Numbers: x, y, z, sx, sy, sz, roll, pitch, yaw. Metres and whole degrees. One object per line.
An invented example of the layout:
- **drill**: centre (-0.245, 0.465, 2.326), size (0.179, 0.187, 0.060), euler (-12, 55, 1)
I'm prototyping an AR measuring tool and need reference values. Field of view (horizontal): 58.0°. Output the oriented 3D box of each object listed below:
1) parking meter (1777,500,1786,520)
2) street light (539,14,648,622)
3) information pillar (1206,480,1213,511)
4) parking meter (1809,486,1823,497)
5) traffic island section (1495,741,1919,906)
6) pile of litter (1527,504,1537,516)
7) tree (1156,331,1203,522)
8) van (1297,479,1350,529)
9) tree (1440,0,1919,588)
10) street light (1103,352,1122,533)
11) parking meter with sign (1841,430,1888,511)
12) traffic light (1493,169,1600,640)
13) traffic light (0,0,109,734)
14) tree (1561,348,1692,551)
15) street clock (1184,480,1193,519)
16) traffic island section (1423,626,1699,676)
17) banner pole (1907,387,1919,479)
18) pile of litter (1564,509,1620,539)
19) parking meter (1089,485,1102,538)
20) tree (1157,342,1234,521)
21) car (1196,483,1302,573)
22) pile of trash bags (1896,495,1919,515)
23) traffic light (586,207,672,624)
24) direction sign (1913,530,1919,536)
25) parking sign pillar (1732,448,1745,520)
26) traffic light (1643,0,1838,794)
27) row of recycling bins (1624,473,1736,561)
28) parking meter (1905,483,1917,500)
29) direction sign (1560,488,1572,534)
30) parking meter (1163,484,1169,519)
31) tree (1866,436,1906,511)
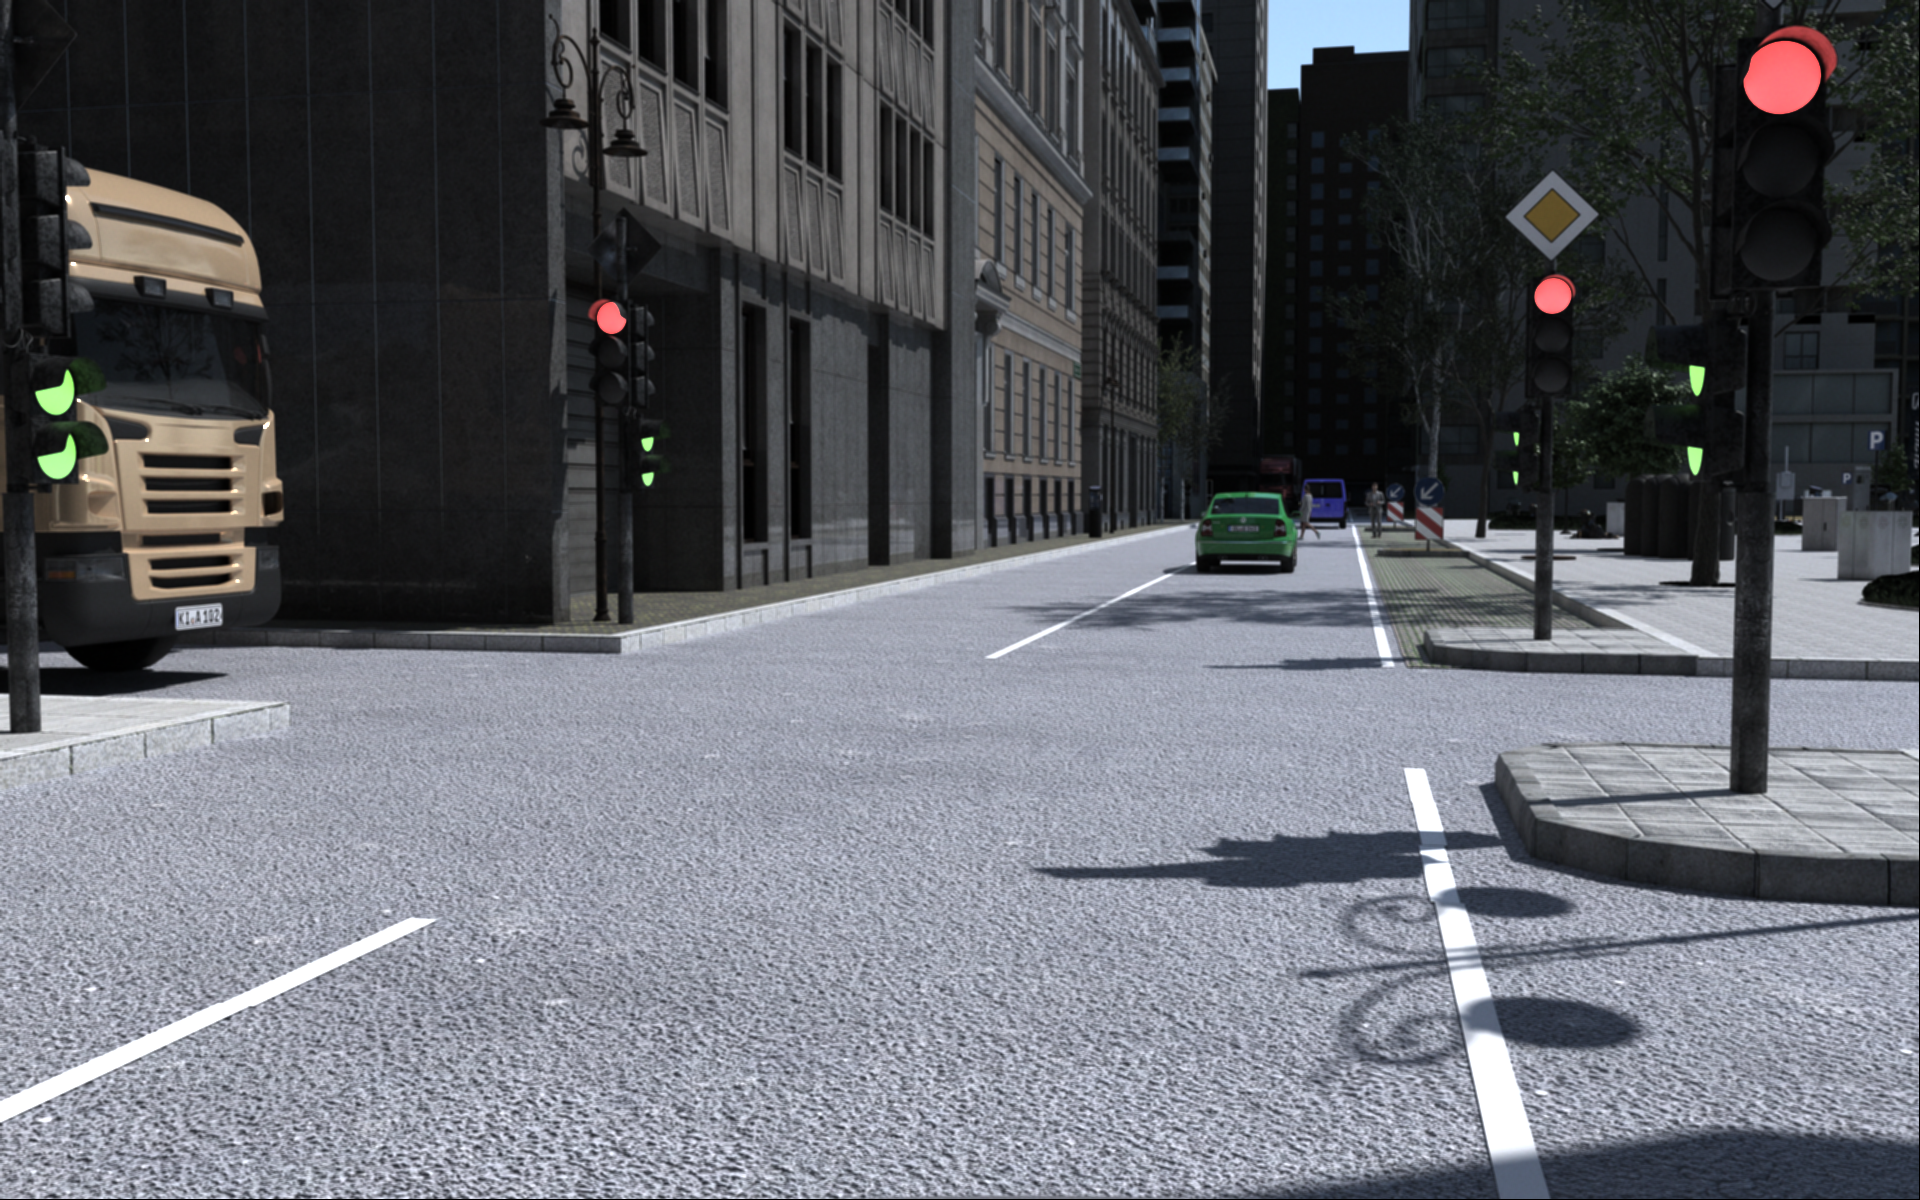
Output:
- **parking meter**: centre (39.912, -4.633, 84.157), size (0.372, 1.533, 0.369), euler (0, 3, 0)
- **street light**: centre (-3.620, -2.725, 17.336), size (0.468, 5.910, 1.993), euler (1, 4, 12)
- **information pillar**: centre (12.810, -5.168, 88.991), size (0.304, 2.012, 0.304), euler (0, 4, 6)
- **parking meter**: centre (26.021, -2.708, 52.681), size (0.372, 1.533, 0.369), euler (0, 3, 0)
- **traffic island section**: centre (3.424, 0.906, 7.474), size (2.009, 0.180, 2.903), euler (1, 4, 12)
- **pile of litter**: centre (25.568, -3.861, 77.086), size (1.176, 0.858, 1.719), euler (-3, 5, -43)
- **tree**: centre (8.969, -7.821, 78.240), size (4.737, 8.622, 4.395), euler (0, 3, 0)
- **van**: centre (15.405, -4.221, 73.395), size (2.240, 2.365, 5.245), euler (1, 4, 12)
- **tree**: centre (10.400, -5.989, 23.670), size (9.928, 11.665, 9.643), euler (0, 3, 0)
- **street light**: centre (4.969, -5.121, 56.512), size (0.468, 5.910, 1.993), euler (1, 4, 12)
- **parking meter with sign**: centre (24.312, -3.108, 47.076), size (1.738, 3.016, 0.543), euler (-1, 4, -23)
- **traffic light**: centre (5.121, -1.605, 15.164), size (0.839, 4.253, 0.868), euler (1, 4, 12)
- **traffic light**: centre (-5.023, -1.241, 9.216), size (0.839, 4.253, 0.868), euler (1, 4, 12)
- **tree**: centre (15.289, -3.389, 39.119), size (4.285, 4.588, 4.351), euler (0, 3, 0)
- **street clock**: centre (11.510, -5.077, 87.587), size (0.471, 2.002, 0.358), euler (-2, 4, -34)
- **traffic island section**: centre (5.158, 0.429, 15.270), size (2.009, 0.180, 2.903), euler (1, 4, 12)
- **banner pole**: centre (19.849, -2.785, 35.557), size (0.863, 3.779, 0.401), euler (0, 4, -1)
- **pile of litter**: centre (18.259, -2.204, 50.005), size (1.176, 0.858, 1.719), euler (-1, 4, -15)
- **parking meter**: centre (3.984, -2.601, 50.942), size (0.372, 1.533, 0.369), euler (0, 3, 0)
- **tree**: centre (11.008, -8.151, 83.636), size (4.360, 8.622, 3.978), euler (0, 3, 0)
- **car**: centre (5.520, -1.484, 33.057), size (1.959, 1.807, 4.718), euler (1, 4, 12)
- **pile of trash bags**: centre (41.937, -4.115, 77.033), size (3.447, 1.369, 1.912), euler (2, 4, 26)
- **traffic light**: centre (-3.289, -1.718, 17.011), size (0.839, 4.253, 0.868), euler (1, 4, 12)
- **direction sign**: centre (29.251, -3.709, 52.632), size (0.379, 3.537, 0.876), euler (0, 4, -7)
- **parking sign pillar**: centre (27.363, -4.462, 61.426), size (1.447, 3.967, 1.447), euler (-1, 4, -23)
- **traffic light**: centre (3.387, -1.128, 7.369), size (0.839, 4.253, 0.868), euler (1, 4, 12)
- **row of recycling bins**: centre (14.474, -1.705, 34.987), size (1.069, 1.692, 3.534), euler (0, 4, -4)
- **parking meter**: centre (43.665, -4.516, 79.546), size (0.399, 1.863, 0.255), euler (0, 4, 6)
- **direction sign**: centre (19.424, -3.879, 55.422), size (0.379, 3.537, 0.876), euler (1, 4, 21)
- **parking meter**: centre (10.735, -5.204, 90.804), size (0.399, 1.863, 0.255), euler (0, 4, -7)
- **tree**: centre (31.009, -3.836, 57.322), size (1.663, 3.219, 1.824), euler (0, 3, 0)
